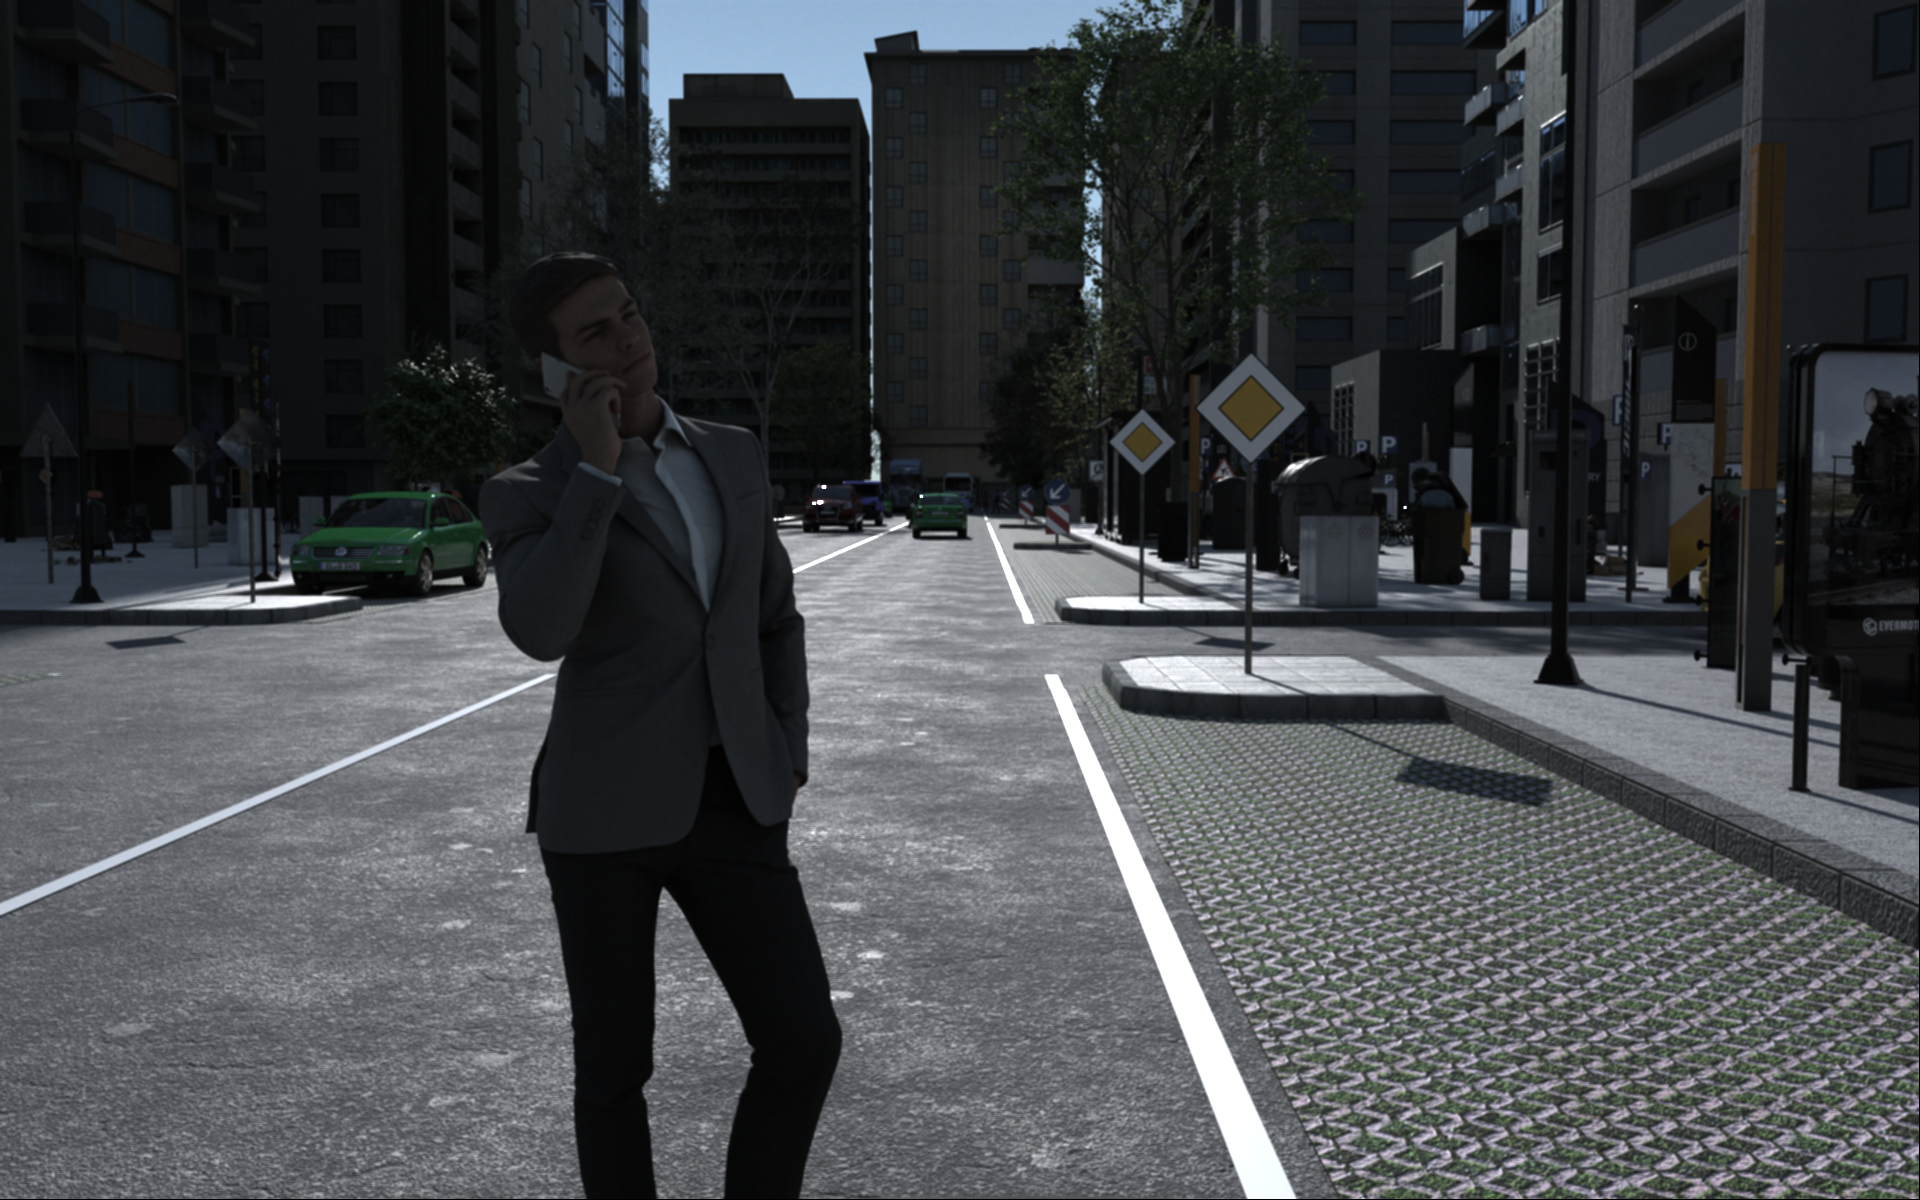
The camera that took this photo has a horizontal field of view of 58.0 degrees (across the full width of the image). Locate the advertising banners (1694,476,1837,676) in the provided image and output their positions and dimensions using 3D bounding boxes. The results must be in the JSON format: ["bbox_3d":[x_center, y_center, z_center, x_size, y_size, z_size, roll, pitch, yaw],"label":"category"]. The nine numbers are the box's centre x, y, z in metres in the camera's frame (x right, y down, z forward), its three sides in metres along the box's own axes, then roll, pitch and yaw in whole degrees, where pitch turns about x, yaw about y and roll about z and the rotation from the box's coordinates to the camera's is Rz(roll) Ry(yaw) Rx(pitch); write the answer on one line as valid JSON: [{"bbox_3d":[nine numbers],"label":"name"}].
[{"bbox_3d":[6.129,-0.968,12.008,0.090,3.025,2.074,-3,4,-37],"label":"advertising banners"}]

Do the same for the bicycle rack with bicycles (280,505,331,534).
[{"bbox_3d":[-21.507,-2.652,56.736,2.925,0.926,2.852,-3,5,-39],"label":"bicycle rack with bicycles"}]

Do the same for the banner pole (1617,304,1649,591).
[{"bbox_3d":[8.826,-2.005,22.800,0.401,3.779,0.863,3,4,39],"label":"banner pole"}]

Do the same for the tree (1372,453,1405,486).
[{"bbox_3d":[16.949,-4.595,69.733,1.663,3.219,1.824,0,3,0],"label":"tree"}]

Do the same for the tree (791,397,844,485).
[{"bbox_3d":[-10.540,-10.973,129.765,4.737,8.622,4.395,0,3,0],"label":"tree"}]

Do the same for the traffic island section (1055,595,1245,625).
[{"bbox_3d":[2.155,0.116,20.389,2.009,0.180,2.903,0,4,1],"label":"traffic island section"}]

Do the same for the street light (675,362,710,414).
[{"bbox_3d":[-9.425,-5.407,60.943,1.470,5.913,1.316,0,4,1],"label":"street light"}]

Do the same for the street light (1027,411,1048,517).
[{"bbox_3d":[4.234,-7.515,95.406,1.470,5.913,1.316,0,4,1],"label":"street light"}]

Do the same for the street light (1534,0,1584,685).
[{"bbox_3d":[3.533,-2.390,11.617,1.470,5.913,1.316,0,4,1],"label":"street light"}]

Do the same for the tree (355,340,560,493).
[{"bbox_3d":[-11.113,-3.265,37.096,4.285,4.588,4.351,0,3,0],"label":"tree"}]

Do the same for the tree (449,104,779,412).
[{"bbox_3d":[-10.492,-8.784,53.983,12.009,13.543,11.850,0,3,0],"label":"tree"}]

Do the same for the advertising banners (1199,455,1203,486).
[{"bbox_3d":[7.474,-3.652,55.898,0.090,3.025,2.074,2,4,31],"label":"advertising banners"}]

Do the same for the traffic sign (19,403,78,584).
[{"bbox_3d":[-13.004,-1.511,24.706,0.884,2.594,0.081,0,4,6],"label":"traffic sign"}]

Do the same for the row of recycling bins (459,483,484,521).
[{"bbox_3d":[-17.455,-3.537,64.940,1.069,1.692,3.534,2,4,25],"label":"row of recycling bins"}]

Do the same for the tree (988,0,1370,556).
[{"bbox_3d":[4.402,-6.754,36.187,9.928,11.665,9.643,0,3,0],"label":"tree"}]

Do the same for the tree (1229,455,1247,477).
[{"bbox_3d":[12.384,-4.981,76.047,1.663,3.219,1.824,0,3,0],"label":"tree"}]

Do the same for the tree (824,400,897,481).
[{"bbox_3d":[-10.210,-14.570,172.632,8.767,10.594,7.601,1,4,8],"label":"tree"}]

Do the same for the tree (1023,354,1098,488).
[{"bbox_3d":[4.967,-8.335,86.634,4.737,8.622,4.395,0,3,0],"label":"tree"}]

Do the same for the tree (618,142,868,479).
[{"bbox_3d":[-11.944,-14.618,94.897,12.611,20.169,13.585,0,3,0],"label":"tree"}]

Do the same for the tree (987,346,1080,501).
[{"bbox_3d":[5.791,-13.146,133.060,7.486,12.596,7.792,0,3,0],"label":"tree"}]

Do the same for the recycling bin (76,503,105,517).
[{"bbox_3d":[-24.522,-2.222,48.876,0.722,1.027,0.722,-2,4,-28],"label":"recycling bin"}]

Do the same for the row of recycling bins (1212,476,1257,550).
[{"bbox_3d":[6.584,-2.099,41.432,1.069,1.692,3.534,1,4,14],"label":"row of recycling bins"}]

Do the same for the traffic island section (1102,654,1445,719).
[{"bbox_3d":[2.081,0.604,12.404,2.009,0.180,2.903,0,4,1],"label":"traffic island section"}]

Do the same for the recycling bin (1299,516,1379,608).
[{"bbox_3d":[4.324,-0.442,19.787,0.722,1.027,0.722,0,4,-6],"label":"recycling bin"}]

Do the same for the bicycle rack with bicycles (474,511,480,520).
[{"bbox_3d":[-13.633,-2.419,52.940,2.925,0.926,2.852,0,4,-7],"label":"bicycle rack with bicycles"}]

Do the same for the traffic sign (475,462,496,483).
[{"bbox_3d":[-12.841,-2.867,46.882,0.884,2.594,0.081,0,4,8],"label":"traffic sign"}]

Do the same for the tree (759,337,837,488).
[{"bbox_3d":[-9.351,-11.502,113.817,9.928,11.665,9.643,0,3,0],"label":"tree"}]

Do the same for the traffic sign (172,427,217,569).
[{"bbox_3d":[-13.158,-1.749,29.782,0.795,2.450,0.064,0,4,5],"label":"traffic sign"}]

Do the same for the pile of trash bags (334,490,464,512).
[{"bbox_3d":[-13.567,-1.961,41.822,3.447,1.369,1.912,1,4,14],"label":"pile of trash bags"}]

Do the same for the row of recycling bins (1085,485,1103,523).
[{"bbox_3d":[7.306,-4.274,76.992,3.534,1.692,1.069,-1,4,-15],"label":"row of recycling bins"}]

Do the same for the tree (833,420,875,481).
[{"bbox_3d":[-10.242,-12.958,162.225,4.360,8.622,3.978,0,3,0],"label":"tree"}]

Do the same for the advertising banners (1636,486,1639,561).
[{"bbox_3d":[13.076,-2.261,33.153,0.090,3.025,2.074,2,4,34],"label":"advertising banners"}]

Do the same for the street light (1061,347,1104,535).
[{"bbox_3d":[3.888,-5.032,54.820,1.470,5.913,1.316,0,4,1],"label":"street light"}]

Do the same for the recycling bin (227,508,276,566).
[{"bbox_3d":[-12.784,-1.149,31.335,0.722,1.027,0.722,-3,4,-39],"label":"recycling bin"}]

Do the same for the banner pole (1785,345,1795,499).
[{"bbox_3d":[13.913,-2.382,28.968,0.401,3.779,0.863,1,4,11],"label":"banner pole"}]

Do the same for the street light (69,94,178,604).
[{"bbox_3d":[-9.773,-2.919,20.260,1.470,5.913,1.316,0,4,1],"label":"street light"}]

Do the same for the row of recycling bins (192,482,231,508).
[{"bbox_3d":[-24.118,-2.981,55.848,1.069,1.692,3.534,-1,4,-11],"label":"row of recycling bins"}]

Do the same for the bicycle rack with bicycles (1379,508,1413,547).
[{"bbox_3d":[10.901,-1.815,43.052,2.925,0.926,2.852,1,4,14],"label":"bicycle rack with bicycles"}]

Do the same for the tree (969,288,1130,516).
[{"bbox_3d":[5.223,-11.818,103.595,12.009,13.543,11.850,0,3,0],"label":"tree"}]

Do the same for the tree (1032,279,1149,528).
[{"bbox_3d":[4.732,-6.674,59.490,4.360,8.622,3.978,0,3,0],"label":"tree"}]

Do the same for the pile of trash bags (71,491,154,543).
[{"bbox_3d":[-22.215,-2.165,45.143,1.912,1.369,3.447,-1,4,-16],"label":"pile of trash bags"}]

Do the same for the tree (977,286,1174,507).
[{"bbox_3d":[5.360,-8.817,78.565,8.767,10.594,7.601,0,4,-6],"label":"tree"}]

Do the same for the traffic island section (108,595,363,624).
[{"bbox_3d":[-8.386,0.109,20.491,2.009,0.180,2.903,0,4,1],"label":"traffic island section"}]

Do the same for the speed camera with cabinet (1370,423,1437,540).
[{"bbox_3d":[12.140,-3.285,48.049,2.038,3.252,0.660,1,4,23],"label":"speed camera with cabinet"}]

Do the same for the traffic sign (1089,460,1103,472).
[{"bbox_3d":[5.222,-3.961,64.863,0.768,2.556,0.104,0,4,3],"label":"traffic sign"}]

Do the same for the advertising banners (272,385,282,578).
[{"bbox_3d":[-10.771,-1.904,27.315,0.090,3.025,2.074,-1,4,-20],"label":"advertising banners"}]

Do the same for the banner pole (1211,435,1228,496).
[{"bbox_3d":[10.901,-5.090,73.234,0.863,3.779,0.401,1,4,15],"label":"banner pole"}]

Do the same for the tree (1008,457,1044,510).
[{"bbox_3d":[5.675,-9.590,140.505,4.285,4.588,4.351,0,3,0],"label":"tree"}]
